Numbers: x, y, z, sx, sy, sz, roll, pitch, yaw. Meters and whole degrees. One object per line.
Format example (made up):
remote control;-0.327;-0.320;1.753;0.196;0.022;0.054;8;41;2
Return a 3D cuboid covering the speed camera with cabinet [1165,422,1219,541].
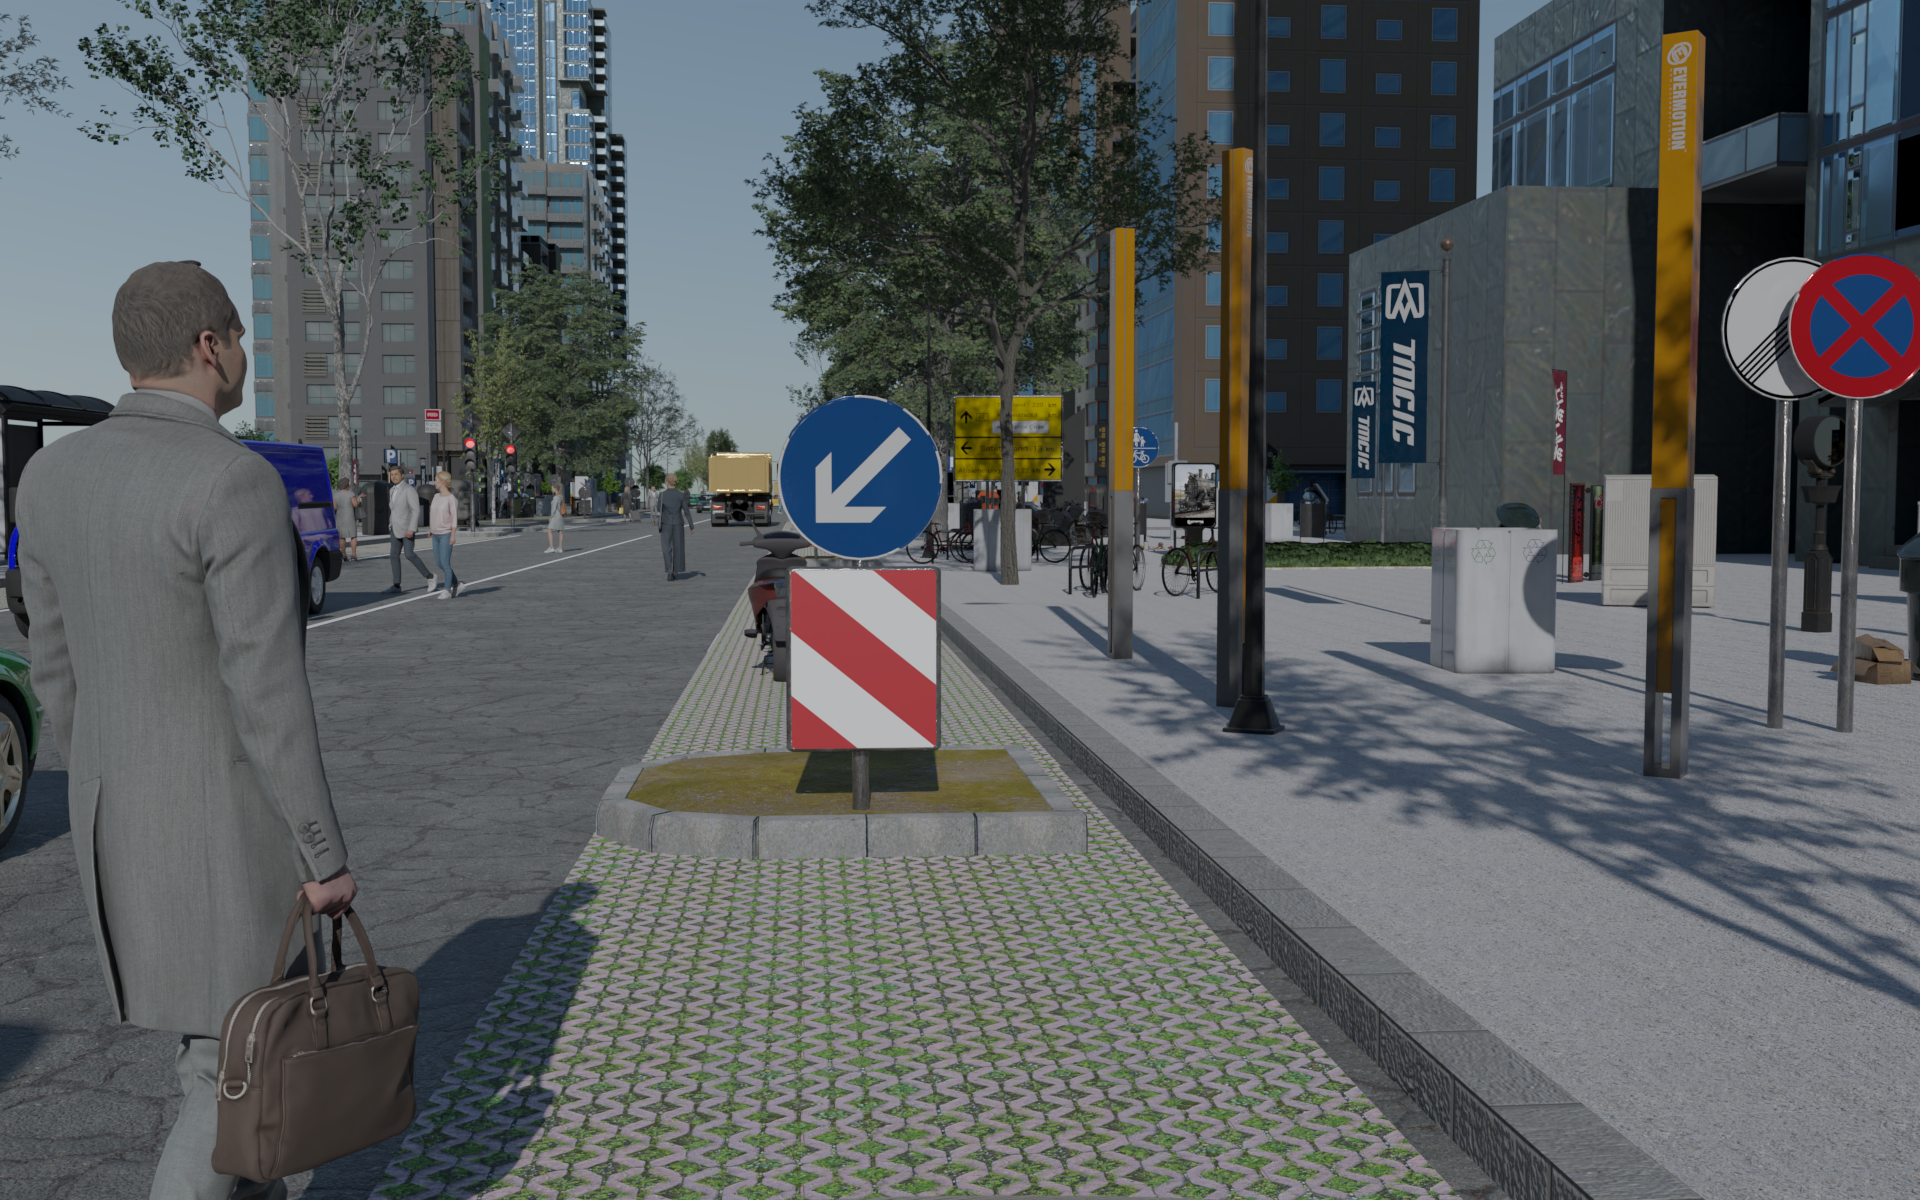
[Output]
speed camera with cabinet;6.555;-3.252;47.504;0.660;3.252;2.038;-3;5;-39

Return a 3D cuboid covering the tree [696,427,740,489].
tree;-40.498;-22.988;292.854;9.611;12.733;9.660;0;3;0

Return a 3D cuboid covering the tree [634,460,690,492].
tree;-28.610;-10.896;161.859;4.285;4.588;4.351;0;3;0

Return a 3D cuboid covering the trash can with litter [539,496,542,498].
trash can with litter;-27.039;-6.038;110.111;1.055;1.170;0.624;0;4;-5

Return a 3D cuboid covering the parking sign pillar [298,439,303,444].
parking sign pillar;-32.178;-5.918;85.238;1.447;3.967;1.447;-1;4;-10

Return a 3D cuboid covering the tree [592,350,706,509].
tree;-27.057;-14.595;148.993;12.009;13.543;11.850;0;3;0

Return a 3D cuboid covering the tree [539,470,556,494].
tree;-33.064;-8.836;139.065;1.663;3.219;1.824;0;3;0

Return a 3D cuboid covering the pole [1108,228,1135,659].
pole;1.250;-1.198;13.434;0.158;3.312;0.155;0;3;0

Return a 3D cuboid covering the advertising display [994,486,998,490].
advertising display;2.407;-7.834;133.301;0.974;1.923;0.123;0;4;0

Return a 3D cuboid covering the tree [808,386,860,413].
tree;-6.504;-9.222;101.138;4.737;8.622;4.395;0;3;0

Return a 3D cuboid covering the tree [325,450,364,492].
tree;-46.093;-8.874;128.811;4.285;4.588;4.351;0;3;0

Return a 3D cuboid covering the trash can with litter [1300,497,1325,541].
trash can with litter;7.984;-1.606;37.314;2.233;1.210;1.678;1;4;12

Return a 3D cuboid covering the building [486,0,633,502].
building;-64.127;-59.140;279.604;22.319;86.520;31.000;0;4;-5

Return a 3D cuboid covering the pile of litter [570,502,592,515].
pile of litter;-22.936;-5.520;104.212;1.719;0.858;1.176;-1;4;-11

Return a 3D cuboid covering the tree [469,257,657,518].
tree;-21.758;-11.486;94.443;9.857;13.997;8.962;0;3;0

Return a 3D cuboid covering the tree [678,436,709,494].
tree;-35.389;-17.336;233.809;4.737;8.622;4.395;0;3;0

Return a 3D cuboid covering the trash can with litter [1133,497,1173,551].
trash can with litter;4.456;-1.784;40.230;1.678;1.210;2.233;2;4;31

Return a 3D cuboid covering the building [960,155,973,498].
building;7.539;-32.654;184.002;14.600;45.320;14.200;0;4;-5

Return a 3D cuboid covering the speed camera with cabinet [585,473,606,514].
speed camera with cabinet;-23.093;-7.049;109.579;0.660;3.252;2.038;1;4;11

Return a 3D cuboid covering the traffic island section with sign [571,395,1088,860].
traffic island section with sign;-0.569;0.056;7.710;1.989;1.847;2.006;0;4;-5

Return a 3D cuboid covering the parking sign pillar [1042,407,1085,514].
parking sign pillar;3.227;-4.010;54.037;1.447;3.967;1.447;0;4;0

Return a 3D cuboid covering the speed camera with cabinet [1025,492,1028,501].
speed camera with cabinet;4.438;-8.912;140.046;2.038;3.252;0.660;-1;4;-15

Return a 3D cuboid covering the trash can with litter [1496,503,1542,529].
trash can with litter;7.240;-0.661;22.193;0.624;1.170;1.055;0;4;5

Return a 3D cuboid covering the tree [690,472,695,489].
tree;-32.406;-13.304;201.240;4.285;4.588;4.351;0;3;0

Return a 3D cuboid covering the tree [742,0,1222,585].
tree;0.414;-5.482;24.044;7.601;10.594;8.767;-3;4;-37

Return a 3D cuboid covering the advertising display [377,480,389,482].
advertising display;-27.094;-4.667;81.525;0.123;1.923;0.974;1;4;20

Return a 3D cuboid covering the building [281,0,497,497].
building;-47.715;-28.282;146.002;14.154;41.232;14.086;0;4;-5

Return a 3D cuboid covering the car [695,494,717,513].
car;-18.977;-7.405;130.853;2.009;1.686;4.222;0;4;-5

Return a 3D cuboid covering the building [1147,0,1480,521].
building;16.959;-26.808;88.415;14.200;45.320;14.600;0;4;-5

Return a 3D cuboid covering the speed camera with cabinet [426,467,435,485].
speed camera with cabinet;-38.654;-8.074;126.339;0.660;3.252;2.038;-1;4;-19

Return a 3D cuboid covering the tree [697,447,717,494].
tree;-38.480;-19.215;264.522;4.360;8.622;3.978;0;3;0

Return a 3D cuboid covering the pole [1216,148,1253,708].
pole;1.659;-1.011;10.380;0.158;3.312;0.155;0;3;0

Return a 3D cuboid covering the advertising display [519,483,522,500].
advertising display;-25.985;-5.905;101.766;0.123;1.923;0.974;1;4;9

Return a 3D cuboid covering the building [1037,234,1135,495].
building;21.458;-17.478;130.808;27.650;21.520;28.899;0;4;-5

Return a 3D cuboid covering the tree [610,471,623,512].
tree;-24.579;-7.806;122.230;1.663;3.219;1.824;0;3;0

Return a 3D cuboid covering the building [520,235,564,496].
building;-51.851;-25.655;191.152;14.160;30.474;14.107;0;4;-5

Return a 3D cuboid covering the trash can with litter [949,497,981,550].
trash can with litter;0.575;-1.759;39.816;2.233;1.210;1.678;1;4;19

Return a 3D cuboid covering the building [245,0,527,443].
building;-54.298;-33.510;167.493;23.786;49.044;30.456;0;4;-5

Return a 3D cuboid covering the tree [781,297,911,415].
tree;-9.893;-18.371;156.258;12.611;20.169;13.585;0;3;0

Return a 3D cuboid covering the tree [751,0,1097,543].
tree;-0.593;-8.498;45.593;9.857;13.997;8.962;0;3;0

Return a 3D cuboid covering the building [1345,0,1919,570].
building;22.963;-43.870;29.954;22.319;86.520;31.000;0;4;-5

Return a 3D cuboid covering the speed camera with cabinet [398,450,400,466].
speed camera with cabinet;-25.219;-5.057;77.011;0.660;3.252;2.038;1;4;21

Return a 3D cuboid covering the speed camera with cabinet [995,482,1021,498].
speed camera with cabinet;3.792;-8.669;136.077;2.038;3.252;0.660;2;4;27

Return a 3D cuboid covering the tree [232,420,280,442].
tree;-31.617;-5.694;76.813;4.285;4.588;4.351;0;3;0

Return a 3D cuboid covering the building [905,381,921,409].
building;5.907;-26.312;275.248;27.650;21.520;28.899;0;4;-5

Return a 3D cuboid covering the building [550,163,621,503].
building;-62.211;-38.564;250.125;23.786;49.044;30.456;0;4;-5

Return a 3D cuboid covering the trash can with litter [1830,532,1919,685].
trash can with litter;6.555;-0.024;11.780;1.055;1.170;0.624;-1;4;-14

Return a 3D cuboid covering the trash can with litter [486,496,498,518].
trash can with litter;-24.927;-4.922;91.863;0.624;1.170;1.055;-3;5;-42

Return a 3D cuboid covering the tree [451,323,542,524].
tree;-20.171;-7.612;74.813;4.737;8.622;4.395;0;3;0

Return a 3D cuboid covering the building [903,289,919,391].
building;-2.864;-37.419;295.399;14.154;41.232;14.086;0;4;-5

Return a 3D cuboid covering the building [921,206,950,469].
building;1.721;-36.758;251.108;14.600;45.320;14.200;0;4;-5

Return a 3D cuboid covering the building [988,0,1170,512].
building;9.830;-30.914;155.559;14.600;45.320;14.200;0;4;-5

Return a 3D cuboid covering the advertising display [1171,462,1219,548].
advertising display;4.793;-1.852;35.491;0.974;1.923;0.123;-1;4;-18

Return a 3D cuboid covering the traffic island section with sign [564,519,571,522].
traffic island section with sign;-19.145;-4.881;88.435;1.989;1.847;2.006;0;4;-5

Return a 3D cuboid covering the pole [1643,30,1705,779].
pole;3.217;-0.854;7.799;0.158;3.312;0.155;0;3;0

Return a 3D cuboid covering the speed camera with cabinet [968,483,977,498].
speed camera with cabinet;1.384;-8.969;140.976;0.660;3.252;2.038;-2;4;-32

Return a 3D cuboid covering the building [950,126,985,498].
building;5.745;-31.502;198.655;14.154;41.232;14.086;0;4;-5
